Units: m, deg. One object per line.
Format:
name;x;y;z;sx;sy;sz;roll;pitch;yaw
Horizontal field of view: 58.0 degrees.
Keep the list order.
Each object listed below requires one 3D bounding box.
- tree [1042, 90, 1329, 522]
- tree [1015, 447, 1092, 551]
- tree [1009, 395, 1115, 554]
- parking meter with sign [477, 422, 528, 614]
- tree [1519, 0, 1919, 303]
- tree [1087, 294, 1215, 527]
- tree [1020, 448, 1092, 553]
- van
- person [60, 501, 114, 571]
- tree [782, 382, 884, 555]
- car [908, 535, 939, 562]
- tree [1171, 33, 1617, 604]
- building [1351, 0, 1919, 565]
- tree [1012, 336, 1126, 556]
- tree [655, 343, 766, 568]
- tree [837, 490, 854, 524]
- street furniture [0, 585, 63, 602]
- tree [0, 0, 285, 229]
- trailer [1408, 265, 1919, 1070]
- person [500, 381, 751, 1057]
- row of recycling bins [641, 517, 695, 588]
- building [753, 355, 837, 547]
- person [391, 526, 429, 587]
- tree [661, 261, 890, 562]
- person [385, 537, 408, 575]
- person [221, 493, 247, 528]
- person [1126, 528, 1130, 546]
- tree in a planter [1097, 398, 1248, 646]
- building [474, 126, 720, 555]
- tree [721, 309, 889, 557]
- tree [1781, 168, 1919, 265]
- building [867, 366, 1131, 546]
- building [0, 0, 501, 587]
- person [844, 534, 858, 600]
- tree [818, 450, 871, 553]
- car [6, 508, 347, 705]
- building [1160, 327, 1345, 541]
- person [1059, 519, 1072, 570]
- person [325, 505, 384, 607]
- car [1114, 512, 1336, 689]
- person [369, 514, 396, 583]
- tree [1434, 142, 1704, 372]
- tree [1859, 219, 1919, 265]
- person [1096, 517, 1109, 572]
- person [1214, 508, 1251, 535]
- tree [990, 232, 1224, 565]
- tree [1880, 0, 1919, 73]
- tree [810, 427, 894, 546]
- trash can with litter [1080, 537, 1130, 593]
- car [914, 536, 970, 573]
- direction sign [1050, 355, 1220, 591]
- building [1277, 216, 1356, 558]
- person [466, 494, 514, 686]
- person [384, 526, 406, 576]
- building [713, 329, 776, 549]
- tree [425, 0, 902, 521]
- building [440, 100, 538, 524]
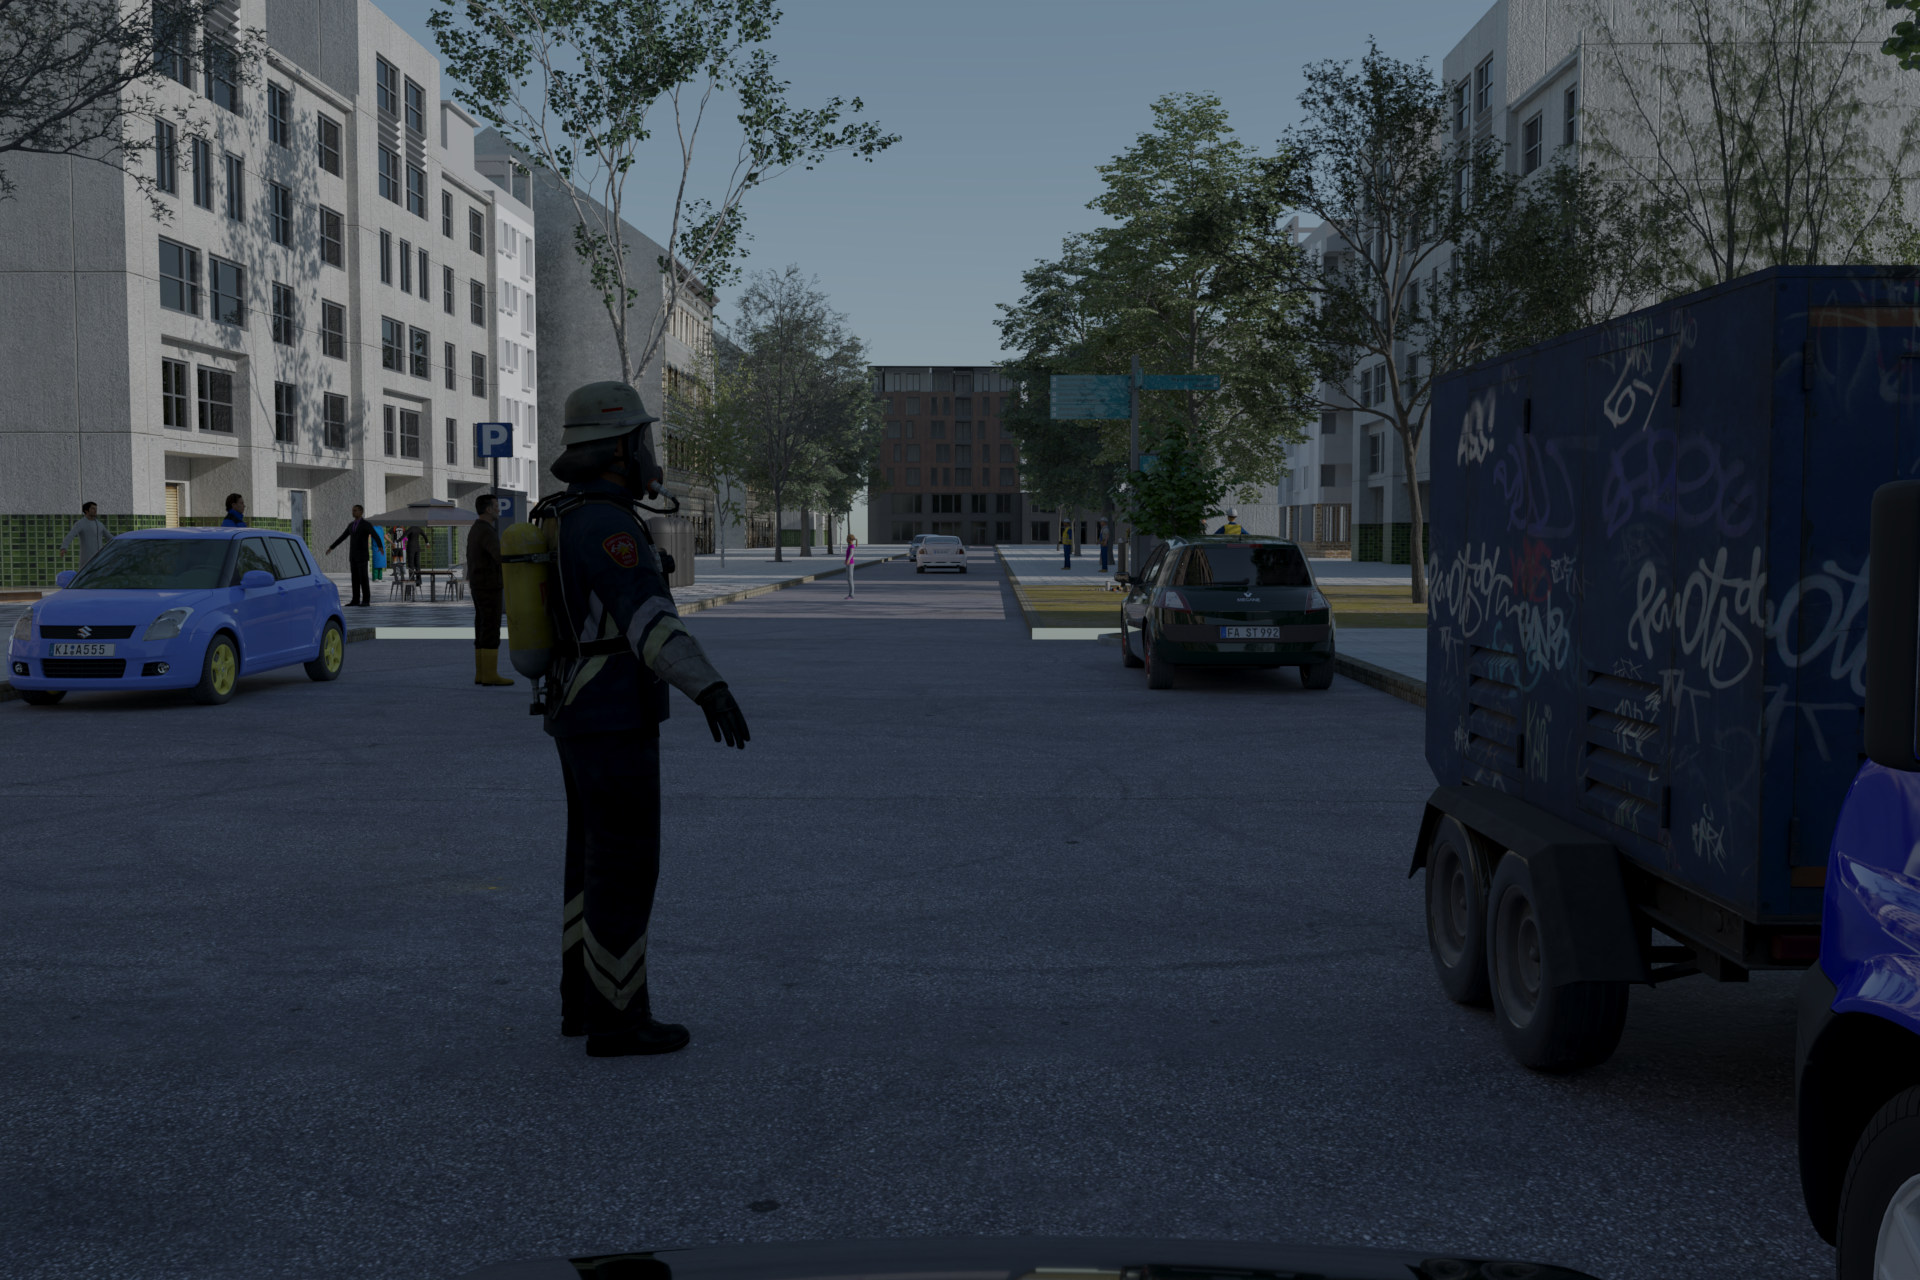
tree;5.943;-7.788;45.454;7.486;12.596;7.792;0;3;0
tree;7.719;-11.968;130.094;7.601;10.594;8.767;-2;4;-24
tree;7.143;-11.277;110.131;9.928;11.665;9.643;0;3;0
parking meter with sign;-7.240;-1.937;27.933;0.543;3.016;1.738;0;4;1
tree;8.741;-4.157;18.331;4.360;8.622;3.978;0;3;0
tree;6.146;-6.292;53.231;4.360;8.622;3.978;0;3;0
tree;7.867;-11.889;120.143;9.928;11.665;9.643;0;3;0
van;2.218;0.237;0.509;2.240;2.365;5.245;0;4;1
person;-14.014;-1.334;27.995;0.705;1.806;1.347;1;4;21
tree;-8.295;-11.169;108.368;9.928;11.665;9.643;0;3;0
car;-1.681;-4.753;89.720;2.014;1.417;4.499;0;4;1
tree;8.390;-5.969;32.013;8.767;10.594;7.601;-1;4;-23
building;26.327;-12.130;64.780;16.747;18.905;31.486;0;4;1
tree;6.512;-11.034;98.533;7.486;12.596;7.792;0;3;0
tree;-9.238;-7.074;66.017;4.737;8.622;4.395;0;3;0
tree;-16.489;-18.208;215.821;7.486;12.596;7.792;0;3;0
street furniture;-22.809;-1.545;32.114;9.812;1.723;11.010;2;4;27
tree;-12.543;-6.562;17.660;12.009;13.543;11.850;0;3;0
trailer;2.201;0.085;5.660;1.471;1.999;3.904;0;3;0
person;-0.962;0.206;4.872;0.705;1.856;1.354;-2;4;-30
row of recycling bins;-7.117;-2.162;42.468;1.069;1.692;3.534;0;4;0
building;-23.158;-19.601;186.941;16.747;18.905;31.486;0;4;2
person;-13.348;-2.166;42.130;0.721;1.740;1.216;2;4;27
tree;-8.240;-10.279;78.427;12.009;13.543;11.850;0;3;0
person;-17.690;-2.786;54.818;0.991;1.433;0.599;-1;4;-21
person;-9.656;-1.053;23.197;0.704;1.831;1.345;-1;4;-9
person;5.996;-3.270;59.238;0.705;1.858;1.354;2;4;25
tree in a planter;2.825;-1.561;22.744;1.991;3.239;1.994;0;4;1
building;-25.225;-16.630;102.835;19.493;23.208;18.063;0;4;0
tree;-8.741;-11.661;97.310;9.857;13.997;8.962;0;3;0
tree;18.225;-5.107;33.866;4.737;8.622;4.395;0;3;0
building;4.696;-22.827;219.651;32.646;21.610;27.936;0;4;-2
building;-27.924;-11.647;56.894;16.747;18.905;31.486;0;4;1
person;-2.470;-1.606;37.988;0.599;1.433;0.991;0;4;-7
tree;-8.098;-10.182;116.835;4.360;8.622;3.978;0;3;0
car;-6.983;-0.371;15.655;1.945;1.707;3.694;0;4;1
building;26.453;-17.758;156.800;16.747;18.905;31.486;0;4;1
person;3.830;-3.454;62.438;0.705;1.833;1.349;-1;4;-12
person;-10.646;-1.492;30.620;1.346;1.802;0.704;2;4;26
car;2.591;-0.464;17.371;2.009;1.686;4.222;0;4;1
person;-15.412;-2.434;45.918;0.704;1.817;1.347;1;4;12
tree;15.104;-6.579;41.972;7.601;10.594;8.767;0;4;6
tree;21.962;-5.568;41.398;4.360;8.622;3.978;0;3;0
person;4.804;-3.193;58.057;0.705;1.847;1.347;0;4;-7
person;5.034;-1.582;32.335;1.216;1.772;0.721;-1;4;-9
tree;5.998;-10.080;71.457;9.857;13.997;8.962;0;3;0
tree;8.540;-5.533;8.600;7.486;12.596;7.792;0;3;0
tree;-8.357;-11.713;125.921;7.601;10.594;8.767;-2;4;-31
trash can with litter;3.572;-1.687;38.636;1.678;1.210;2.233;0;4;0
car;-0.673;-3.180;64.351;2.083;1.381;4.827;0;4;0
direction sign;2.608;-2.243;25.434;2.525;3.948;1.411;0;4;1
building;24.516;-15.152;104.154;16.016;20.090;11.380;0;4;1
person;-4.450;-0.479;16.428;0.704;1.812;1.346;-2;4;-33
person;-17.210;-2.862;52.941;0.704;1.843;1.345;3;5;42
building;-27.251;-19.939;156.931;19.493;23.208;18.063;0;4;2
tree;-8.131;-11.805;48.897;12.611;20.169;13.585;0;3;0
building;-27.116;-13.494;77.048;16.016;20.090;11.380;0;4;1
